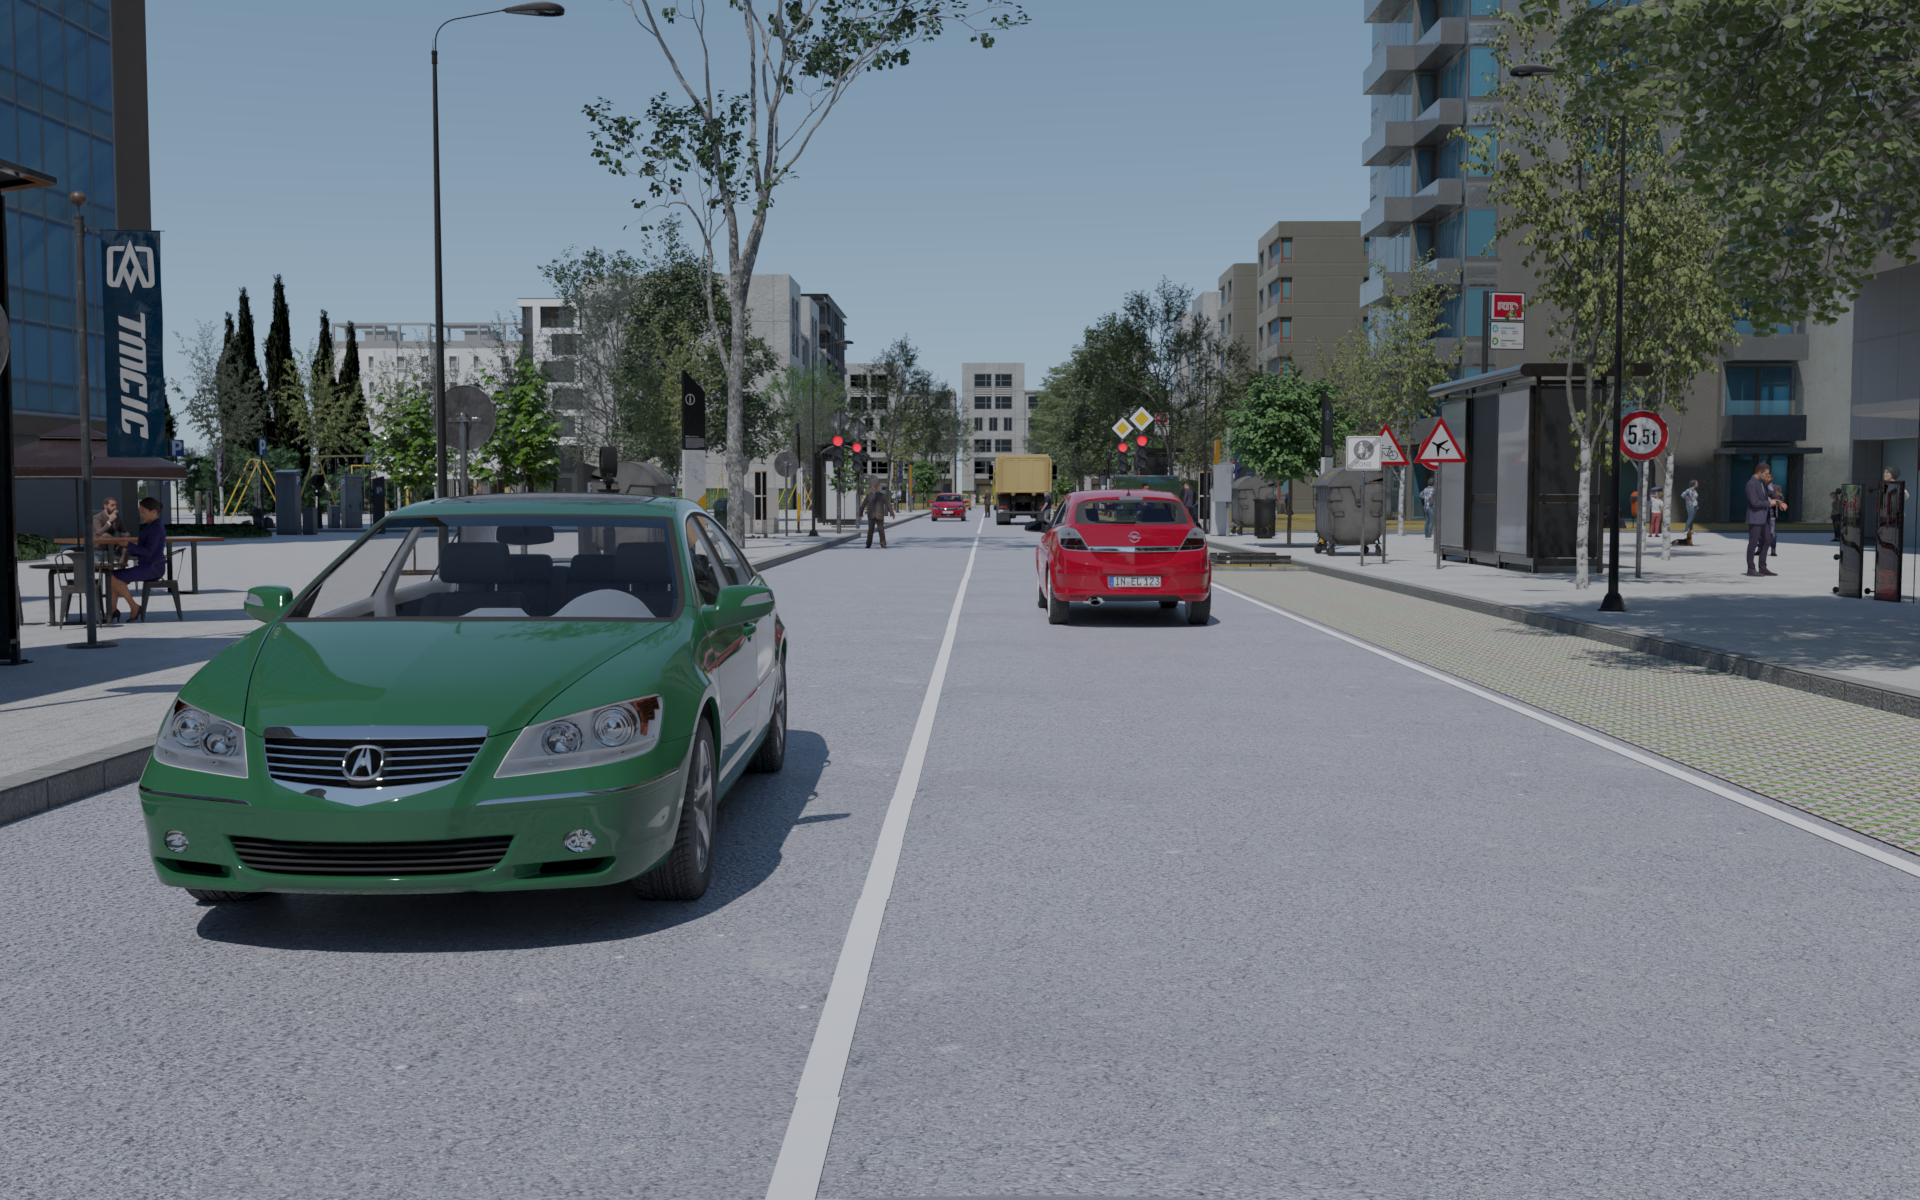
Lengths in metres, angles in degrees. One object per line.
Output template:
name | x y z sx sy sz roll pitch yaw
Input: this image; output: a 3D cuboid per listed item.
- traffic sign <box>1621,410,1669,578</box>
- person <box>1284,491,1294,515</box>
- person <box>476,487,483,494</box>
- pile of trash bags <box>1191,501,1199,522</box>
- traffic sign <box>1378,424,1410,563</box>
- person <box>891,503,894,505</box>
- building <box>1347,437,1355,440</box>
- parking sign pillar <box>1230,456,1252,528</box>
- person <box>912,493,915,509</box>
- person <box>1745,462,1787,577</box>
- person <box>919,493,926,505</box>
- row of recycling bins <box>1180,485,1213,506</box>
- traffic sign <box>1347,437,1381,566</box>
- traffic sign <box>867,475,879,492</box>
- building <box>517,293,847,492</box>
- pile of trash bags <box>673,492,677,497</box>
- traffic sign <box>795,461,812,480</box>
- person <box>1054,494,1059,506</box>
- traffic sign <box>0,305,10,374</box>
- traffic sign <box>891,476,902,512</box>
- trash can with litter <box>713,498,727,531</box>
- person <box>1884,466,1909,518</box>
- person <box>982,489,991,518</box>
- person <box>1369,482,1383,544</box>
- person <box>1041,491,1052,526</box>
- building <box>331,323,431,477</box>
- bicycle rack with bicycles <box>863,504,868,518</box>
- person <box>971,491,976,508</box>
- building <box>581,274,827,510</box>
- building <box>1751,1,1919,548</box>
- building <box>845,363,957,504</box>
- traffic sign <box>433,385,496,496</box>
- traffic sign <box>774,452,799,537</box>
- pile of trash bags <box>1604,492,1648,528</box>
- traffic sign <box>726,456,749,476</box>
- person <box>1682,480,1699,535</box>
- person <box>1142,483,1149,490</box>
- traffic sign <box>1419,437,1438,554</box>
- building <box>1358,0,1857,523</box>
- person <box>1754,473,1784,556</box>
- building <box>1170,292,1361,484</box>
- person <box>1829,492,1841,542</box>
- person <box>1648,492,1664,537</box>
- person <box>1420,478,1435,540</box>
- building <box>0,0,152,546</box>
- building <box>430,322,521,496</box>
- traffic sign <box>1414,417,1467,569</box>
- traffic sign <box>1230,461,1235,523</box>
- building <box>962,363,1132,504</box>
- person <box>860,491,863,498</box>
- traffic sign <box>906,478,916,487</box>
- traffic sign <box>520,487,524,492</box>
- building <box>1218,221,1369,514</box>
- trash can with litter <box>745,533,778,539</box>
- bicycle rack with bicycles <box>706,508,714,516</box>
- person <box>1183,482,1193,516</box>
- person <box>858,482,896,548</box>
traffic sign | 10.354 -1.606 26.364 0.768 2.556 0.104 1 4 9
person | 20.199 -5.984 106.573 0.574 1.496 0.600 0 4 -5
person | -14.372 -2.630 51.744 0.600 1.496 0.574 2 4 26
pile of trash bags | 9.442 -3.648 69.401 1.912 1.369 3.447 -2 4 -35
traffic sign | 7.853 -1.958 32.023 0.884 2.594 0.081 0 4 5
person | -7.505 -11.526 195.160 0.551 1.740 0.621 -1 4 -8
building | 38.185 -20.705 194.941 11.380 20.091 16.016 0 4 1
parking sign pillar | 10.915 -4.761 66.310 1.447 3.967 1.447 0 4 -7
person | -4.075 -8.509 148.393 0.599 1.433 0.991 1 4 15
person | 12.510 -1.246 26.859 0.568 1.767 0.683 3 5 40
person | -4.302 -12.247 207.076 1.217 1.735 0.721 -2 4 -24
row of recycling bins | 9.569 -4.196 75.713 3.534 1.692 1.069 2 4 35
traffic sign | 7.137 -1.747 30.686 0.606 2.300 0.079 0 4 6
traffic sign | -5.752 -6.970 114.068 0.768 2.556 0.104 0 4 4
building | -29.498 -21.208 190.726 32.646 21.610 27.936 0 4 1
pile of trash bags | -12.281 -3.454 66.218 3.447 1.369 1.912 -3 5 -44
traffic sign | -6.245 -4.191 68.260 0.795 2.593 0.064 1 4 10
person | 10.090 -10.611 180.243 0.721 1.735 1.217 -1 4 -20
traffic sign | -5.773 -0.595 9.841 0.768 2.556 0.104 0 4 2
traffic sign | -4.502 -7.497 122.682 0.768 2.556 0.104 0 4 3
trash can with litter | -6.431 -2.181 47.052 0.624 1.170 1.055 0 4 2
person | 15.178 -1.307 28.143 0.376 1.734 0.841 2 4 26
person | 1.607 -5.882 105.361 0.600 1.739 0.565 0 4 4
person | 10.549 -2.282 44.182 0.431 1.722 0.655 0 4 6
person | 3.523 -3.573 69.134 0.569 1.553 0.471 -3 5 -43
building | -63.135 -20.859 197.458 11.380 20.091 16.016 0 4 1
bicycle rack with bicycles | -6.172 -4.812 92.061 2.925 0.926 2.852 2 4 24
person | 1.403 -10.640 183.136 0.551 1.740 0.621 -2 4 -29
building | -21.807 -17.670 155.366 16.747 18.905 31.486 0 4 1
building | 33.044 -26.917 29.330 28.713 52.752 27.495 0 4 1
building | -16.357 -23.017 242.788 31.486 18.905 16.747 0 4 1
traffic sign | -5.801 -1.233 20.264 0.768 2.556 0.104 1 4 9
traffic sign | -5.234 -3.186 52.198 0.768 2.556 0.104 1 4 10
pile of trash bags | 24.316 -3.388 65.151 3.447 1.369 1.912 -1 4 -17
traffic sign | -7.087 -3.364 55.106 0.768 2.556 0.104 1 4 10
person | 23.115 -2.935 54.757 0.841 1.734 0.376 -3 5 -41
person | 5.246 -2.443 49.154 0.576 1.737 0.504 0 4 6
traffic sign | 10.224 -2.268 37.182 0.768 2.556 0.104 1 4 10
building | 35.121 -28.451 84.781 30.456 49.044 23.786 0 4 1
person | 16.616 -1.763 35.694 0.431 1.722 0.655 -3 5 -44
building | 29.724 -17.944 159.838 16.747 18.905 31.486 0 4 1
person | 23.635 -2.248 46.713 0.340 1.345 0.435 -2 4 -28
person | 20.680 -2.540 51.474 0.435 1.345 0.340 2 4 28
person | 13.055 -2.530 48.133 0.376 1.734 0.841 0 3 0
building | -29.097 -23.800 39.239 14.200 45.320 14.600 0 4 1
building | -51.588 -20.842 197.180 11.380 20.091 16.016 0 4 1
traffic sign | 8.147 -1.800 29.427 0.884 2.594 0.081 0 4 6
traffic sign | 10.643 -4.128 67.604 0.768 2.556 0.104 0 4 6
building | 16.146 -22.934 241.425 31.486 18.905 16.747 0 4 1
person | -8.267 -8.332 142.989 0.721 1.743 1.217 1 4 23
traffic sign | -3.759 -8.109 132.691 0.768 2.556 0.104 0 4 7
traffic sign | -8.345 -2.011 32.980 0.768 2.556 0.104 1 4 10
building | 34.203 -17.068 124.100 27.650 21.520 28.899 0 4 1
trash can with litter | -6.165 -2.378 49.937 2.233 1.210 1.678 -2 4 -33
bicycle rack with bicycles | -8.269 -3.186 65.470 2.925 0.926 2.852 1 4 19
person | 8.412 -3.481 63.875 0.541 1.710 0.530 -3 5 -42
person | -2.197 -2.240 45.674 0.990 1.755 0.434 0 4 3
